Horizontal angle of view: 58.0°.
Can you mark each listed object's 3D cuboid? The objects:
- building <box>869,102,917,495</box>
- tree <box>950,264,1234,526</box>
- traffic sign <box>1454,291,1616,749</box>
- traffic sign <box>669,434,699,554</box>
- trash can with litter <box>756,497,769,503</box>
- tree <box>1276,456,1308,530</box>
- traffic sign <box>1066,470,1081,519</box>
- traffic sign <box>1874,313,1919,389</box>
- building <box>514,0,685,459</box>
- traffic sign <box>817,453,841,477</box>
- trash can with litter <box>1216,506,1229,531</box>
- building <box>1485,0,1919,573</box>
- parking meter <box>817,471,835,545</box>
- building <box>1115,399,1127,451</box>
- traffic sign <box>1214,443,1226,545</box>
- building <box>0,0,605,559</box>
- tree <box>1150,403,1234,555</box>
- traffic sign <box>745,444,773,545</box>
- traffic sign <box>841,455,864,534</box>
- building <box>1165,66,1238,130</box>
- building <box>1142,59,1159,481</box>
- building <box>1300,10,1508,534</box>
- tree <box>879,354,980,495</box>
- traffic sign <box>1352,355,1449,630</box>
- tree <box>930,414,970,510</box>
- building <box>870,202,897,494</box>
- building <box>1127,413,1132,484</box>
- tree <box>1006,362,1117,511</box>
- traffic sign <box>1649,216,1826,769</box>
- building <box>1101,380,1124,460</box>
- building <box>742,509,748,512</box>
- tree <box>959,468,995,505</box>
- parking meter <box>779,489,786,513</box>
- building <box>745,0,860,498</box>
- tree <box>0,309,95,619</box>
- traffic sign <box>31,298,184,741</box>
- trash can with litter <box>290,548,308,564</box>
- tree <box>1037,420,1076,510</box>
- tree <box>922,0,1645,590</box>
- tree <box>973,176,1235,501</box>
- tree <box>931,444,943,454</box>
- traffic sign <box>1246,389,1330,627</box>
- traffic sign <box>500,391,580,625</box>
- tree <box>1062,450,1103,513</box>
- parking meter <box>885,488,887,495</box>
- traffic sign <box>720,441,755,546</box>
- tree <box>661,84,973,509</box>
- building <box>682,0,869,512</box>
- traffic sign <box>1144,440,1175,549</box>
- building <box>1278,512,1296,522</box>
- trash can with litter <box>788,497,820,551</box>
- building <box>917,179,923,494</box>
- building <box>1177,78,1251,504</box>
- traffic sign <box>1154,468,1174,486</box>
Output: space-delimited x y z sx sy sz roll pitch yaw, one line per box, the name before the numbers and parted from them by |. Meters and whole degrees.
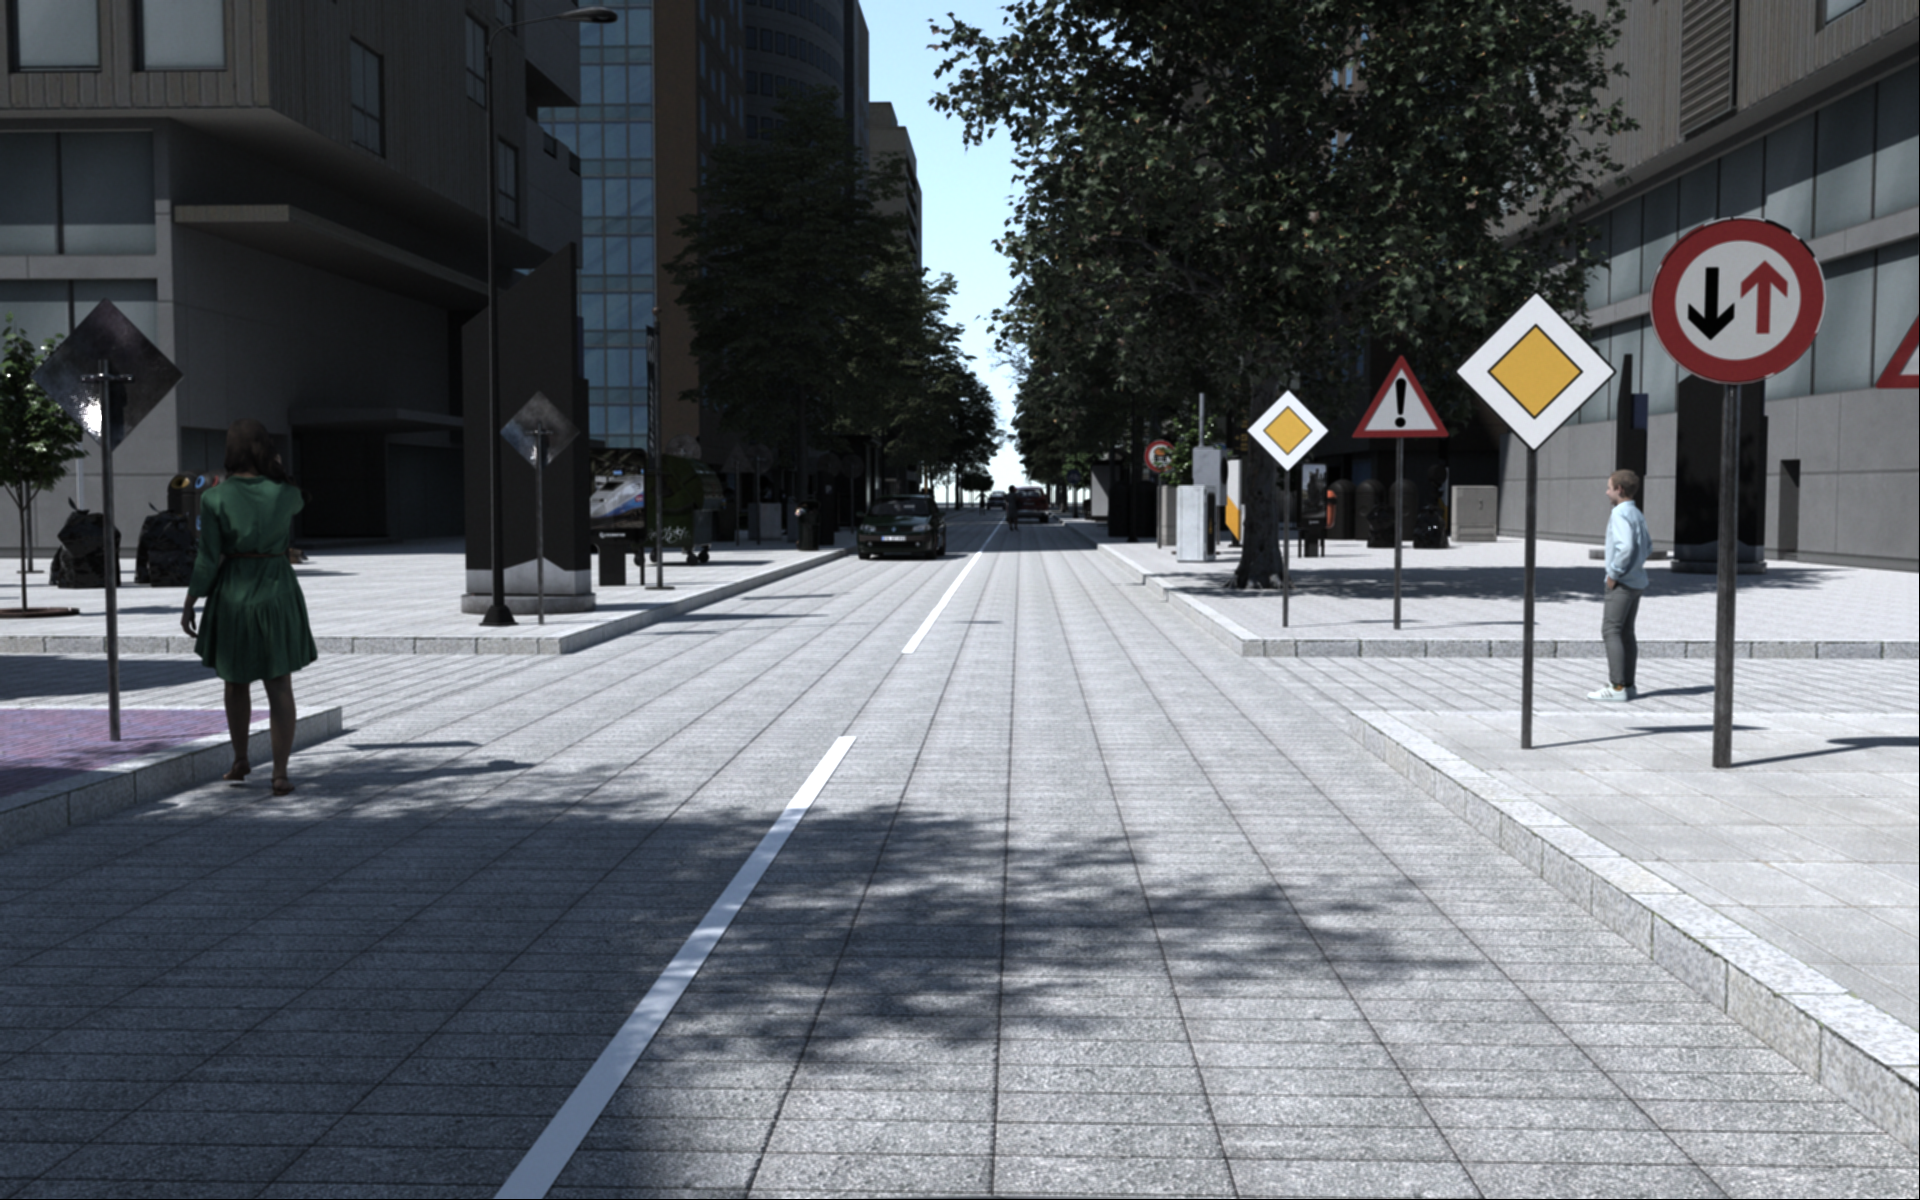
building | -16.698 -36.363 218.240 21.300 48.544 21.600 0 4 2
tree | 6.103 -9.679 68.628 12.009 13.543 11.850 0 3 0
traffic sign | 2.850 -0.307 8.662 0.795 2.450 0.064 0 4 2
traffic sign | -5.893 -2.249 36.870 0.768 2.556 0.104 0 4 3
trash can with litter | -8.278 -3.680 71.553 0.624 1.170 1.055 -2 4 -28
tree | 12.059 -4.164 62.686 1.663 3.219 1.824 0 3 0
traffic sign | 5.944 -5.527 90.467 0.768 2.556 0.104 1 4 9
traffic sign | 5.060 -0.536 8.761 0.884 2.594 0.081 0 4 6
building | -18.397 -26.553 84.253 14.600 45.320 14.200 0 4 2
traffic sign | -4.070 -3.286 53.826 0.768 2.556 0.104 0 4 5
trash can with litter | 8.997 -2.996 60.367 1.055 1.170 0.624 -2 4 -26
building | 28.231 -27.397 37.185 27.495 52.752 28.713 0 4 2
parking meter | -3.355 -2.302 43.351 0.399 1.863 0.255 -3 5 -42
building | 30.699 -36.283 212.837 23.786 49.044 30.456 0 4 2
traffic sign | 6.495 -2.654 43.492 0.768 2.556 0.104 0 4 8
building | -26.108 -27.899 45.384 28.713 52.752 27.495 0 4 2
tree | 5.027 -2.592 36.980 1.663 3.219 1.824 0 3 0
traffic sign | -5.103 -2.671 43.783 0.768 2.556 0.104 1 4 10
traffic sign | -3.478 -3.411 55.874 0.768 2.556 0.104 0 4 5
building | 26.749 -31.179 133.472 21.300 48.544 21.600 0 4 2
building | 23.597 -28.626 151.629 14.154 41.232 14.086 0 4 2
building | 20.345 -25.160 61.479 14.600 45.320 14.200 0 4 2
tree | -2.078 -11.059 115.220 7.601 10.594 8.767 1 4 16
traffic sign | 4.140 -0.999 16.330 0.884 2.594 0.081 1 4 10
tree | -1.188 -11.314 135.339 4.360 8.622 3.978 0 3 0
building | -22.981 -30.827 195.895 32.217 40.220 23.993 0 4 2
building | 25.470 -31.035 191.018 14.154 41.232 14.086 0 4 2
tree | 7.862 -13.769 131.777 9.857 13.997 8.962 0 3 0
traffic sign | 3.577 -0.486 8.053 0.768 2.556 0.104 1 4 9
building | 30.724 -37.644 239.177 21.300 48.544 21.600 0 4 2
building | -26.111 -25.232 104.419 32.217 40.220 23.993 0 4 2
tree | 1.259 -13.997 212.565 4.285 4.588 4.351 0 3 0
parking meter | -8.811 -4.756 86.169 0.372 1.533 0.369 0 3 0
building | -19.397 -35.992 130.466 21.231 58.520 28.212 0 4 2
tree | -9.968 -1.451 18.323 1.663 3.219 1.824 0 3 0
traffic sign | -4.389 -0.324 8.940 0.795 2.450 0.064 0 4 2
trash can with litter | -12.555 -1.252 31.851 1.055 1.170 0.624 0 4 -4
tree | 9.177 -12.672 157.543 4.737 8.622 4.395 0 3 0
tree | 4.163 -6.497 23.236 9.611 12.733 9.660 0 3 0
tree | 5.772 -8.297 53.787 7.486 12.596 7.792 0 3 0
tree | 0.094 -15.715 167.313 12.009 13.543 11.850 0 3 0
traffic sign | 3.135 -0.795 16.642 0.795 2.450 0.064 0 4 2
traffic sign | -4.104 -0.812 16.920 0.795 2.450 0.064 0 4 2
tree | 8.287 -8.096 116.079 4.285 4.588 4.351 0 3 0
parking meter | -3.367 -4.123 75.824 0.372 1.533 0.369 0 3 0
traffic sign | -5.499 -2.616 42.781 0.884 2.594 0.081 1 4 9
tree | -4.440 -7.950 48.114 7.486 12.596 7.792 0 3 0
building | -15.442 -30.717 152.332 14.600 45.320 14.200 0 4 2
traffic sign | 4.702 -2.483 40.699 0.768 2.556 0.104 0 4 3
building | 21.050 -24.471 83.694 14.154 41.232 14.086 0 4 2
trash can with litter | -3.530 -1.708 39.318 0.624 1.170 1.055 -1 4 -17
building | -12.449 -35.838 236.066 14.600 45.320 14.200 0 4 2
building | 26.204 -48.526 106.065 22.319 86.520 31.000 0 4 2
traffic sign | 5.683 -2.943 48.224 0.768 2.556 0.104 1 4 11
